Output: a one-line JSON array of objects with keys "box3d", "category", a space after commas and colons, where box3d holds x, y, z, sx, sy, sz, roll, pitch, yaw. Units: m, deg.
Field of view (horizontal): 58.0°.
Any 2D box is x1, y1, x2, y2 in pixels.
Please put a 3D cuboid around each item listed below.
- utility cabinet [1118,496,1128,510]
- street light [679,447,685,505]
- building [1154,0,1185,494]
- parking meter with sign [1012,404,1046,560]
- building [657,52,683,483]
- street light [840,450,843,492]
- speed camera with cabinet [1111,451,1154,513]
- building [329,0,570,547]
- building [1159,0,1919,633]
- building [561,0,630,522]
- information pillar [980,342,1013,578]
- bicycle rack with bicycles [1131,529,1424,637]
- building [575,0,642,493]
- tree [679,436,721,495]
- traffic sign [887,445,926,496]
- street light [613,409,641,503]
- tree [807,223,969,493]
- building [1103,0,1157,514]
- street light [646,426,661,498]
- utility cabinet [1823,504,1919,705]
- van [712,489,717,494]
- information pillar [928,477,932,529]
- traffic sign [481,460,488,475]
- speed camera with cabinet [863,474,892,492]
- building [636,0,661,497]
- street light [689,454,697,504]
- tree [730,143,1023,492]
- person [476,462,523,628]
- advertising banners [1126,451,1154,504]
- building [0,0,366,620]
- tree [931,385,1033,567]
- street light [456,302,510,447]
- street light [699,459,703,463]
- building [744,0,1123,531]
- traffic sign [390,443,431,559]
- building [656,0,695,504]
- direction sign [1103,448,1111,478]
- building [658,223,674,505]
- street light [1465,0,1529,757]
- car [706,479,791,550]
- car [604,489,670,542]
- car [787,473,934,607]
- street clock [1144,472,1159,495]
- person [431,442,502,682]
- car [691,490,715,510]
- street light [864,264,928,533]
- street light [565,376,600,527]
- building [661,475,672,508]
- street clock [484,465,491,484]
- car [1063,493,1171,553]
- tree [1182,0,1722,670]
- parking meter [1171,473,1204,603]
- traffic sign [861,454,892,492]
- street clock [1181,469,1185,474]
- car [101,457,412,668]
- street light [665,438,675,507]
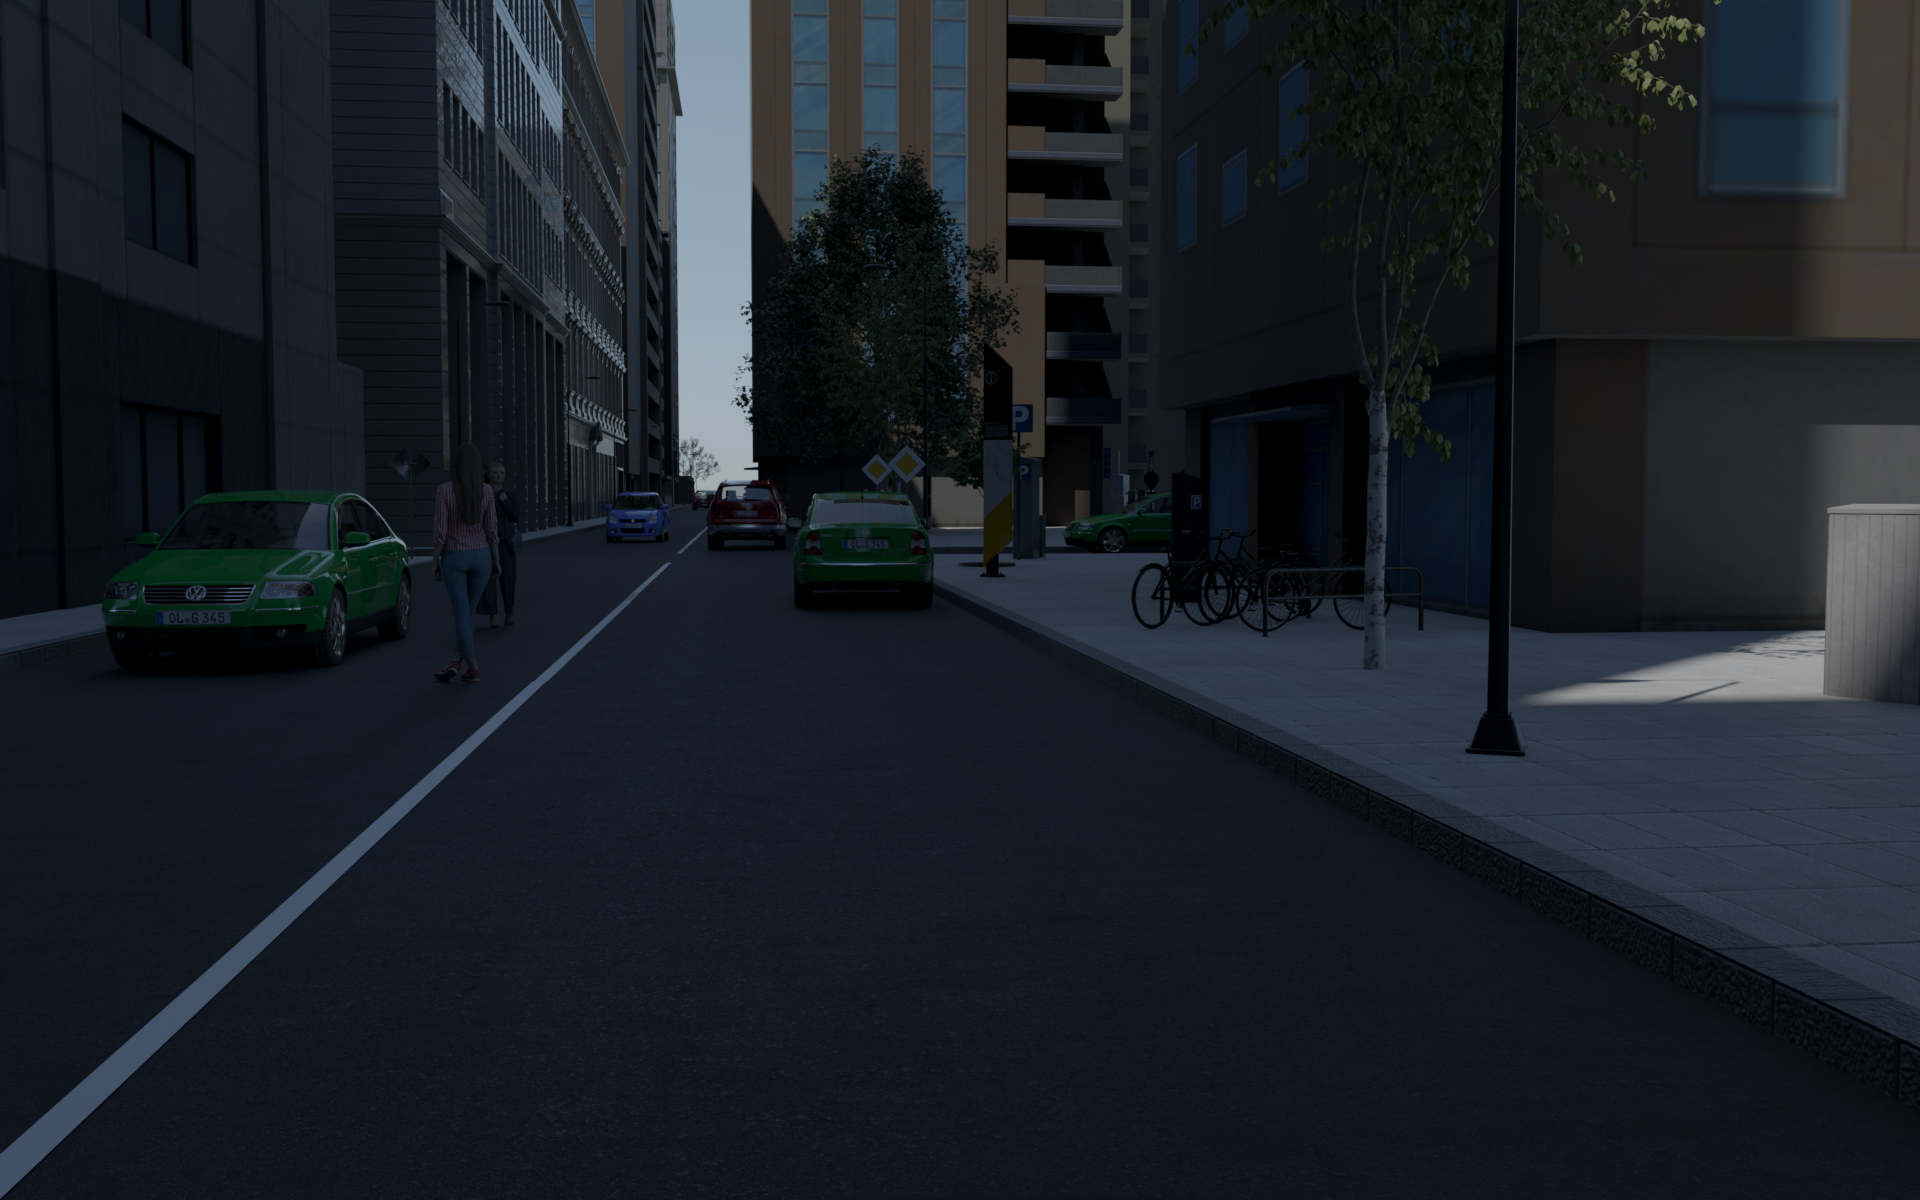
[{"box3d": [7.135, -3.886, 74.694, 0.306, 1.237, 1.020, 2, 4, 27], "category": "utility cabinet"}, {"box3d": [-27.747, -12.104, 170.440, 1.470, 5.913, 1.316, 0, 4, -7], "category": "street light"}, {"box3d": [17.755, -26.464, 56.391, 21.600, 48.544, 21.300, 0, 4, -7], "category": "building"}, {"box3d": [1.345, -2.335, 34.436, 0.543, 3.016, 1.738, 1, 4, 14], "category": "parking meter with sign"}, {"box3d": [-48.366, -37.990, 210.373, 28.713, 52.752, 27.495, 0, 4, -7], "category": "building"}, {"box3d": [-4.986, -5.652, 64.956, 1.470, 5.913, 1.316, 0, 4, -7], "category": "street light"}, {"box3d": [7.938, -5.204, 79.426, 2.038, 3.252, 0.660, 3, 4, 36], "category": "speed camera with cabinet"}, {"box3d": [-19.600, -16.965, 54.878, 11.434, 29.767, 29.804, 0, 4, -7], "category": "building"}, {"box3d": [11.110, -22.747, 22.024, 14.600, 45.320, 14.200, 0, 4, -7], "category": "building"}, {"box3d": [-27.172, -19.248, 91.116, 17.030, 29.872, 44.131, 0, 4, -7], "category": "building"}, {"box3d": [0.571, -2.155, 26.585, 0.504, 3.616, 0.183, 2, 4, 32], "category": "information pillar"}, {"box3d": [2.967, -0.206, 16.747, 2.925, 0.926, 2.852, -2, 4, -24], "category": "bicycle rack with bicycles"}, {"box3d": [-30.091, -28.862, 121.997, 14.600, 45.320, 14.200, 0, 4, -7], "category": "building"}, {"box3d": [-41.735, -20.684, 272.598, 8.767, 10.594, 7.601, 0, 4, -6], "category": "tree"}, {"box3d": [-1.084, -1.935, 35.279, 0.795, 2.450, 0.064, 0, 4, -7], "category": "traffic sign"}, {"box3d": [-18.324, -7.467, 94.631, 1.470, 5.913, 1.316, 0, 4, -7], "category": "street light"}, {"box3d": [-1.883, -5.868, 46.312, 4.737, 8.622, 4.395, 0, 3, 0], "category": "tree"}, {"box3d": [0.484, -27.494, 104.157, 22.147, 44.769, 28.867, 0, 4, -7], "category": "building"}, {"box3d": [-21.190, -8.885, 117.812, 1.470, 5.913, 1.316, 0, 4, -7], "category": "street light"}, {"box3d": [5.879, 0.031, 10.654, 0.306, 1.237, 1.020, -2, 4, -32], "category": "utility cabinet"}, {"box3d": [-24.809, -10.193, 173.672, 2.013, 2.044, 4.112, 0, 4, -6], "category": "van"}, {"box3d": [-1.177, -3.565, 62.783, 0.304, 2.012, 0.304, 0, 4, 3], "category": "information pillar"}, {"box3d": [-11.795, -2.347, 42.014, 0.795, 2.450, 0.064, 0, 4, -7], "category": "traffic sign"}, {"box3d": [-3.047, -4.279, 64.299, 0.660, 3.252, 2.038, 1, 4, 13], "category": "speed camera with cabinet"}, {"box3d": [-35.565, -31.535, 139.298, 21.300, 48.544, 21.600, 0, 4, -7], "category": "building"}, {"box3d": [-31.465, -13.946, 200.558, 1.470, 5.913, 1.316, 0, 4, -7], "category": "street light"}, {"box3d": [-2.778, -8.543, 56.685, 9.611, 12.733, 9.660, 0, 3, 0], "category": "tree"}, {"box3d": [-5.017, -0.598, 18.692, 0.576, 1.772, 0.534, -1, 4, -21], "category": "person"}, {"box3d": [7.449, -4.587, 71.192, 0.090, 3.025, 2.074, -2, 4, -28], "category": "advertising banners"}, {"box3d": [-20.693, -35.624, 20.698, 20.611, 71.187, 20.563, 0, 4, -7], "category": "building"}, {"box3d": [0.474, -2.223, 30.949, 1.663, 3.219, 1.824, 0, 3, 0], "category": "tree"}, {"box3d": [-11.544, -4.240, 41.863, 1.470, 5.913, 1.316, 0, 4, -7], "category": "street light"}, {"box3d": [-34.795, -15.554, 226.852, 1.470, 5.913, 1.316, 0, 4, -7], "category": "street light"}, {"box3d": [-1.724, -25.772, 71.478, 14.600, 45.320, 14.200, 0, 4, -7], "category": "building"}, {"box3d": [-10.806, -1.862, 34.090, 0.795, 2.450, 0.064, 0, 4, -7], "category": "traffic sign"}, {"box3d": [-49.884, -49.963, 255.152, 20.563, 71.187, 20.611, 0, 4, -7], "category": "building"}, {"box3d": [6.937, -5.679, 84.847, 0.876, 3.537, 0.379, 0, 4, 2], "category": "direction sign"}, {"box3d": [-37.605, -25.103, 182.142, 14.160, 30.474, 14.107, 0, 4, -7], "category": "building"}, {"box3d": [2.140, -2.193, 8.392, 1.470, 5.913, 1.316, 0, 4, -7], "category": "street light"}, {"box3d": [-5.644, -2.296, 46.210, 2.281, 1.827, 5.304, 0, 4, -5], "category": "car"}, {"box3d": [-9.780, -2.633, 52.638, 1.945, 1.707, 3.694, 0, 4, -5], "category": "car"}, {"box3d": [-1.367, -0.898, 23.477, 1.959, 1.807, 4.718, 0, 4, -5], "category": "car"}, {"box3d": [6.203, -3.160, 56.232, 0.471, 2.002, 0.358, 1, 4, 12], "category": "street clock"}, {"box3d": [-3.761, -0.289, 13.237, 0.388, 1.821, 0.555, 3, 5, 45], "category": "person"}, {"box3d": [-23.119, -9.047, 156.592, 2.281, 1.827, 5.304, 0, 4, -6], "category": "car"}, {"box3d": [-1.245, -3.833, 35.210, 1.470, 5.913, 1.316, 0, 4, -7], "category": "street light"}, {"box3d": [-14.891, -5.860, 68.350, 1.470, 5.913, 1.316, 0, 4, -7], "category": "street light"}, {"box3d": [-43.653, -28.749, 161.931, 32.217, 40.220, 23.993, 0, 4, -7], "category": "building"}, {"box3d": [-11.830, -2.358, 43.123, 0.358, 2.002, 0.471, 0, 4, -3], "category": "street clock"}, {"box3d": [4.825, -2.000, 41.498, 4.718, 1.807, 1.959, -1, 4, -8], "category": "car"}, {"box3d": [3.280, -3.797, 12.441, 4.737, 8.622, 4.395, 0, 3, 0], "category": "tree"}, {"box3d": [2.697, -0.746, 20.610, 0.372, 1.533, 0.369, 0, 3, 0], "category": "parking meter"}, {"box3d": [-2.073, -2.420, 43.203, 0.795, 2.450, 0.064, 0, 4, -7], "category": "traffic sign"}, {"box3d": [6.523, -2.749, 49.512, 0.471, 2.002, 0.358, -1, 4, -13], "category": "street clock"}, {"box3d": [-6.220, -0.423, 15.718, 1.959, 1.807, 4.718, 0, 4, -7], "category": "car"}, {"box3d": [-24.415, -10.494, 144.119, 1.470, 5.913, 1.316, 0, 4, -7], "category": "street light"}]
